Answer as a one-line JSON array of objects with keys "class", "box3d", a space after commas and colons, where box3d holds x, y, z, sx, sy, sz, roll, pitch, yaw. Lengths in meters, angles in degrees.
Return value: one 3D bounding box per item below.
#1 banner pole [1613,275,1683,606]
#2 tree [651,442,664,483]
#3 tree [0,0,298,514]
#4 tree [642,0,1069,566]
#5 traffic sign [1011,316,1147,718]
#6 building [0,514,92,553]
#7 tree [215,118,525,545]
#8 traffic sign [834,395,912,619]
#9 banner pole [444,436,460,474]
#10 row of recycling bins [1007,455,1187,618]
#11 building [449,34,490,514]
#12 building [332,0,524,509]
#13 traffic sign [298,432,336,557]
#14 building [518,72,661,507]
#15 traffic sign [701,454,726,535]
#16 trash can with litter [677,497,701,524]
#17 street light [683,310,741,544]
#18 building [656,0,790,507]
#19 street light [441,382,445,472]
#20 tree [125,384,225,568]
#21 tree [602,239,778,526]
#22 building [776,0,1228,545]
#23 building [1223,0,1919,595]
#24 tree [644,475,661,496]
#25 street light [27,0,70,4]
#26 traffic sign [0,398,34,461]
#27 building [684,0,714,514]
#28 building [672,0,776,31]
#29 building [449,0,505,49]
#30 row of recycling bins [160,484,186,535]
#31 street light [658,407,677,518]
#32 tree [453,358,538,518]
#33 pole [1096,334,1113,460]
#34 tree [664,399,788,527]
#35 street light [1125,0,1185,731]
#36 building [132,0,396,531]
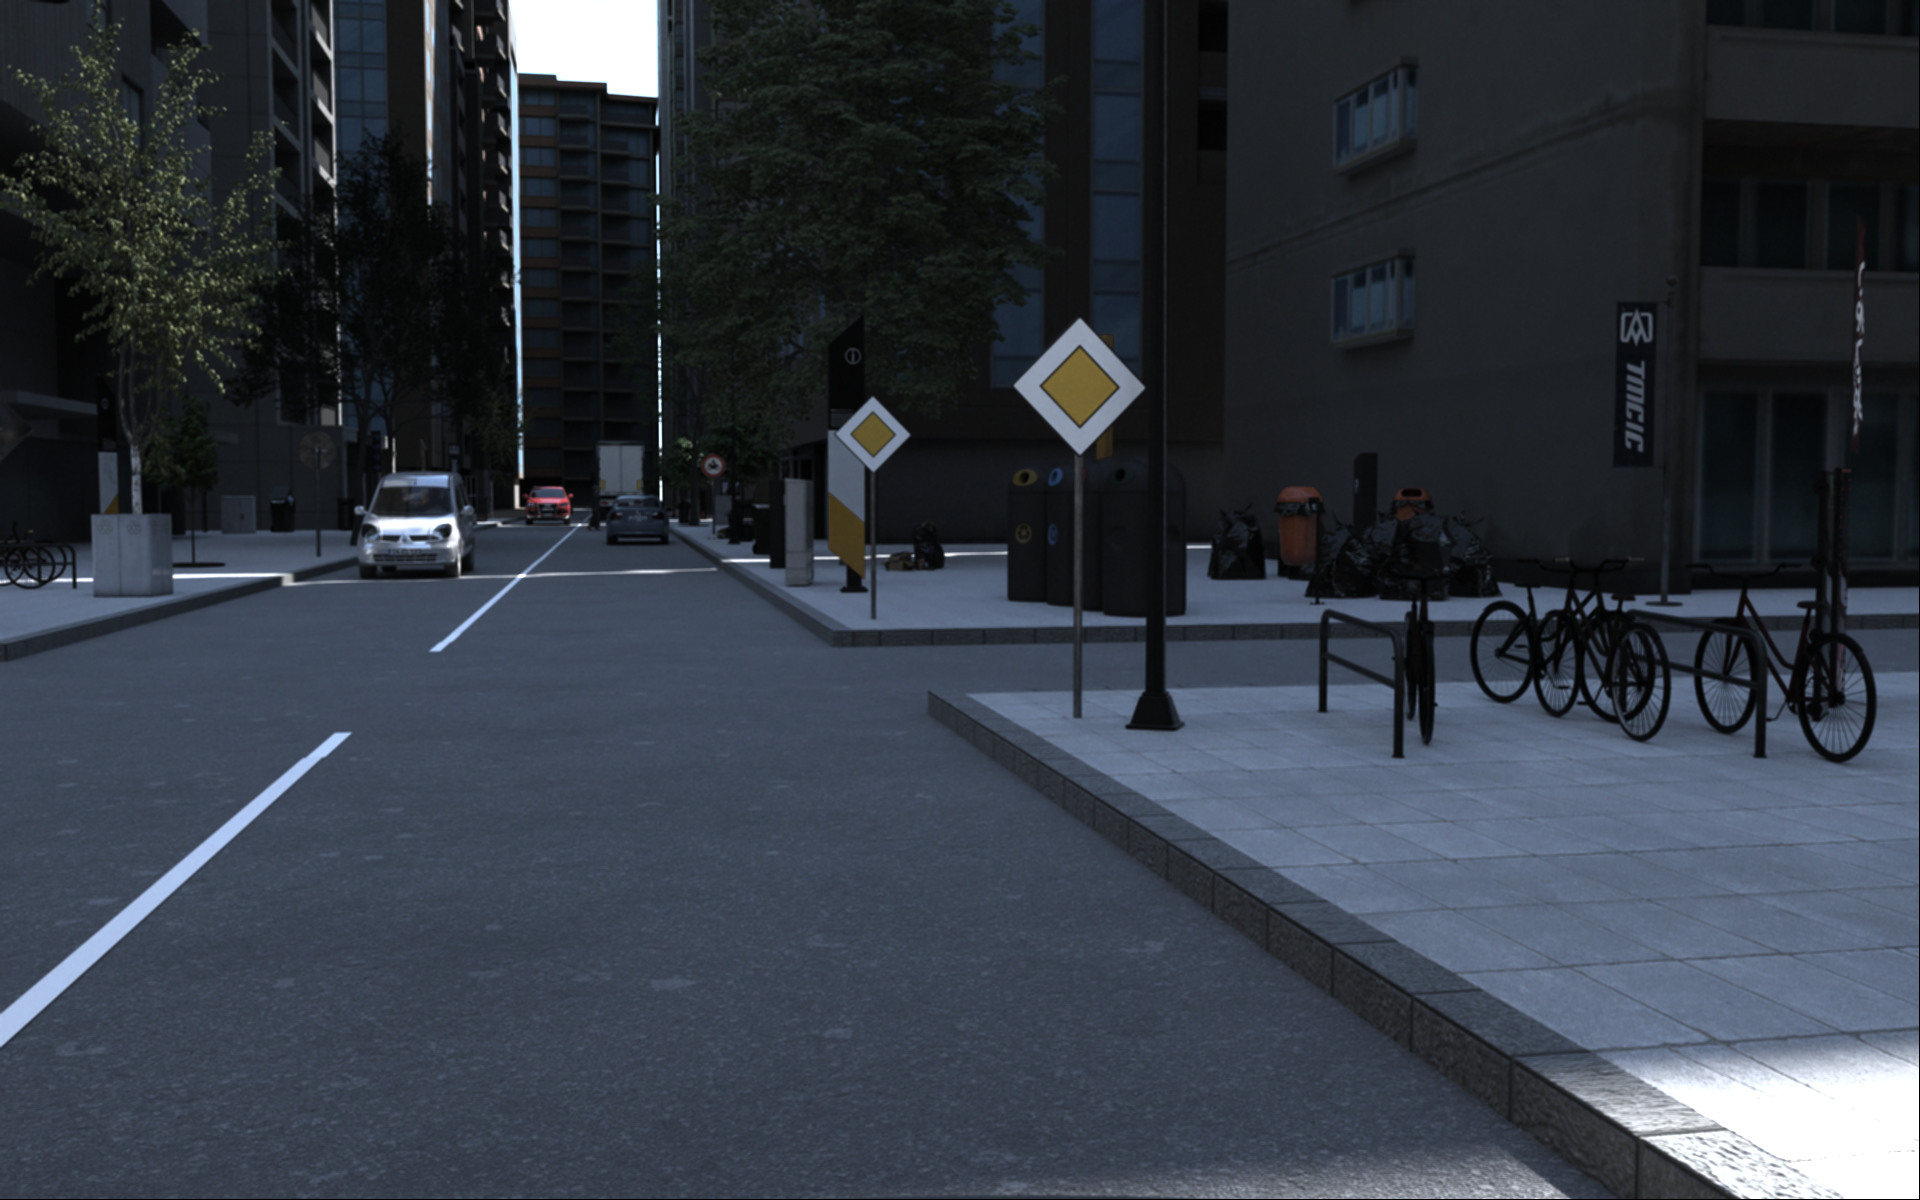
[{"class": "banner pole", "box3d": [7.895, -1.826, 19.875, 0.863, 3.779, 0.401, 0, 4, 0]}, {"class": "tree", "box3d": [-13.324, -6.284, 86.460, 4.285, 4.588, 4.351, 0, 3, 0]}, {"class": "tree", "box3d": [-12.675, -4.689, 27.029, 4.737, 8.622, 4.395, 0, 3, 0]}, {"class": "tree", "box3d": [-1.551, -6.888, 30.754, 7.486, 12.596, 7.792, 0, 3, 0]}, {"class": "traffic sign", "box3d": [0.671, -0.381, 9.867, 0.795, 2.450, 0.064, -1, 4, -11]}, {"class": "building", "box3d": [-32.401, -27.283, 35.315, 28.713, 52.752, 27.495, -1, 4, -11]}, {"class": "tree", "box3d": [-14.704, -6.629, 42.795, 7.601, 10.594, 8.767, 0, 4, 5]}, {"class": "traffic sign", "box3d": [-0.890, -0.860, 17.698, 0.795, 2.450, 0.064, -1, 4, -11]}, {"class": "banner pole", "box3d": [-21.834, -5.153, 74.270, 0.863, 3.779, 0.401, -1, 4, -17]}, {"class": "row of recycling bins", "box3d": [1.519, -0.766, 19.638, 1.069, 1.692, 3.534, -1, 4, -21]}, {"class": "building", "box3d": [-37.452, -20.603, 108.560, 14.160, 30.474, 14.107, -1, 4, -11]}, {"class": "building", "box3d": [-46.333, -30.719, 152.361, 14.200, 45.320, 14.600, -1, 4, -11]}, {"class": "traffic sign", "box3d": [-13.131, -2.158, 35.389, 0.768, 2.556, 0.104, 0, 4, -4]}, {"class": "building", "box3d": [-46.243, -32.310, 182.884, 28.867, 44.769, 22.147, -1, 4, -11]}, {"class": "traffic sign", "box3d": [-7.800, -3.348, 54.846, 0.768, 2.556, 0.104, 0, 4, -5]}, {"class": "trash can with litter", "box3d": [-11.734, -3.894, 75.052, 1.055, 1.170, 0.624, 1, 4, 13]}, {"class": "street light", "box3d": [-6.309, -4.372, 44.021, 1.470, 5.913, 1.316, -1, 4, -11]}, {"class": "building", "box3d": [-21.976, -45.788, 186.878, 20.611, 71.187, 20.563, -1, 4, -11]}, {"class": "street light", "box3d": [-18.299, -5.543, 63.176, 1.470, 5.913, 1.316, -1, 4, -11]}, {"class": "tree", "box3d": [-13.605, -2.212, 30.770, 1.663, 3.219, 1.824, 0, 3, 0]}, {"class": "tree", "box3d": [-10.475, -8.757, 68.927, 9.928, 11.665, 9.643, 0, 3, 0]}, {"class": "building", "box3d": [2.171, -24.473, 50.237, 14.600, 45.320, 14.200, -1, 4, -11]}, {"class": "building", "box3d": [16.707, -25.028, 32.916, 21.600, 48.544, 21.300, -1, 4, -11]}, {"class": "tree", "box3d": [-28.370, -10.199, 161.350, 1.663, 3.219, 1.824, 0, 3, 0]}, {"class": "street light", "box3d": [-8.867, -2.655, 15.952, 1.470, 5.913, 1.316, -1, 4, -11]}, {"class": "traffic sign", "box3d": [-9.028, -0.762, 16.104, 0.795, 2.450, 0.064, -1, 4, -11]}, {"class": "building", "box3d": [-8.899, -35.516, 122.686, 21.231, 58.520, 28.212, -1, 4, -11]}, {"class": "building", "box3d": [-16.554, -28.111, 143.217, 14.154, 41.232, 14.086, -1, 4, -11]}, {"class": "building", "box3d": [-45.563, -29.026, 129.205, 22.147, 44.769, 28.867, -1, 4, -11]}, {"class": "row of recycling bins", "box3d": [-26.023, -2.859, 53.852, 3.534, 1.692, 1.069, -1, 4, -22]}, {"class": "street light", "box3d": [-15.662, -7.267, 91.349, 1.470, 5.913, 1.316, -1, 4, -11]}, {"class": "tree", "box3d": [-24.725, -8.672, 92.146, 4.737, 8.622, 4.395, 0, 3, 0]}, {"class": "pole", "box3d": [1.858, -1.739, 22.274, 0.158, 3.312, 0.155, 0, 3, 0]}, {"class": "tree", "box3d": [-7.472, -4.621, 59.269, 4.285, 4.588, 4.351, 0, 3, 0]}, {"class": "street light", "box3d": [0.543, -2.246, 9.260, 1.470, 5.913, 1.316, -1, 4, -11]}, {"class": "building", "box3d": [-33.962, -38.499, 67.714, 20.563, 71.187, 20.611, -1, 4, -11]}]
